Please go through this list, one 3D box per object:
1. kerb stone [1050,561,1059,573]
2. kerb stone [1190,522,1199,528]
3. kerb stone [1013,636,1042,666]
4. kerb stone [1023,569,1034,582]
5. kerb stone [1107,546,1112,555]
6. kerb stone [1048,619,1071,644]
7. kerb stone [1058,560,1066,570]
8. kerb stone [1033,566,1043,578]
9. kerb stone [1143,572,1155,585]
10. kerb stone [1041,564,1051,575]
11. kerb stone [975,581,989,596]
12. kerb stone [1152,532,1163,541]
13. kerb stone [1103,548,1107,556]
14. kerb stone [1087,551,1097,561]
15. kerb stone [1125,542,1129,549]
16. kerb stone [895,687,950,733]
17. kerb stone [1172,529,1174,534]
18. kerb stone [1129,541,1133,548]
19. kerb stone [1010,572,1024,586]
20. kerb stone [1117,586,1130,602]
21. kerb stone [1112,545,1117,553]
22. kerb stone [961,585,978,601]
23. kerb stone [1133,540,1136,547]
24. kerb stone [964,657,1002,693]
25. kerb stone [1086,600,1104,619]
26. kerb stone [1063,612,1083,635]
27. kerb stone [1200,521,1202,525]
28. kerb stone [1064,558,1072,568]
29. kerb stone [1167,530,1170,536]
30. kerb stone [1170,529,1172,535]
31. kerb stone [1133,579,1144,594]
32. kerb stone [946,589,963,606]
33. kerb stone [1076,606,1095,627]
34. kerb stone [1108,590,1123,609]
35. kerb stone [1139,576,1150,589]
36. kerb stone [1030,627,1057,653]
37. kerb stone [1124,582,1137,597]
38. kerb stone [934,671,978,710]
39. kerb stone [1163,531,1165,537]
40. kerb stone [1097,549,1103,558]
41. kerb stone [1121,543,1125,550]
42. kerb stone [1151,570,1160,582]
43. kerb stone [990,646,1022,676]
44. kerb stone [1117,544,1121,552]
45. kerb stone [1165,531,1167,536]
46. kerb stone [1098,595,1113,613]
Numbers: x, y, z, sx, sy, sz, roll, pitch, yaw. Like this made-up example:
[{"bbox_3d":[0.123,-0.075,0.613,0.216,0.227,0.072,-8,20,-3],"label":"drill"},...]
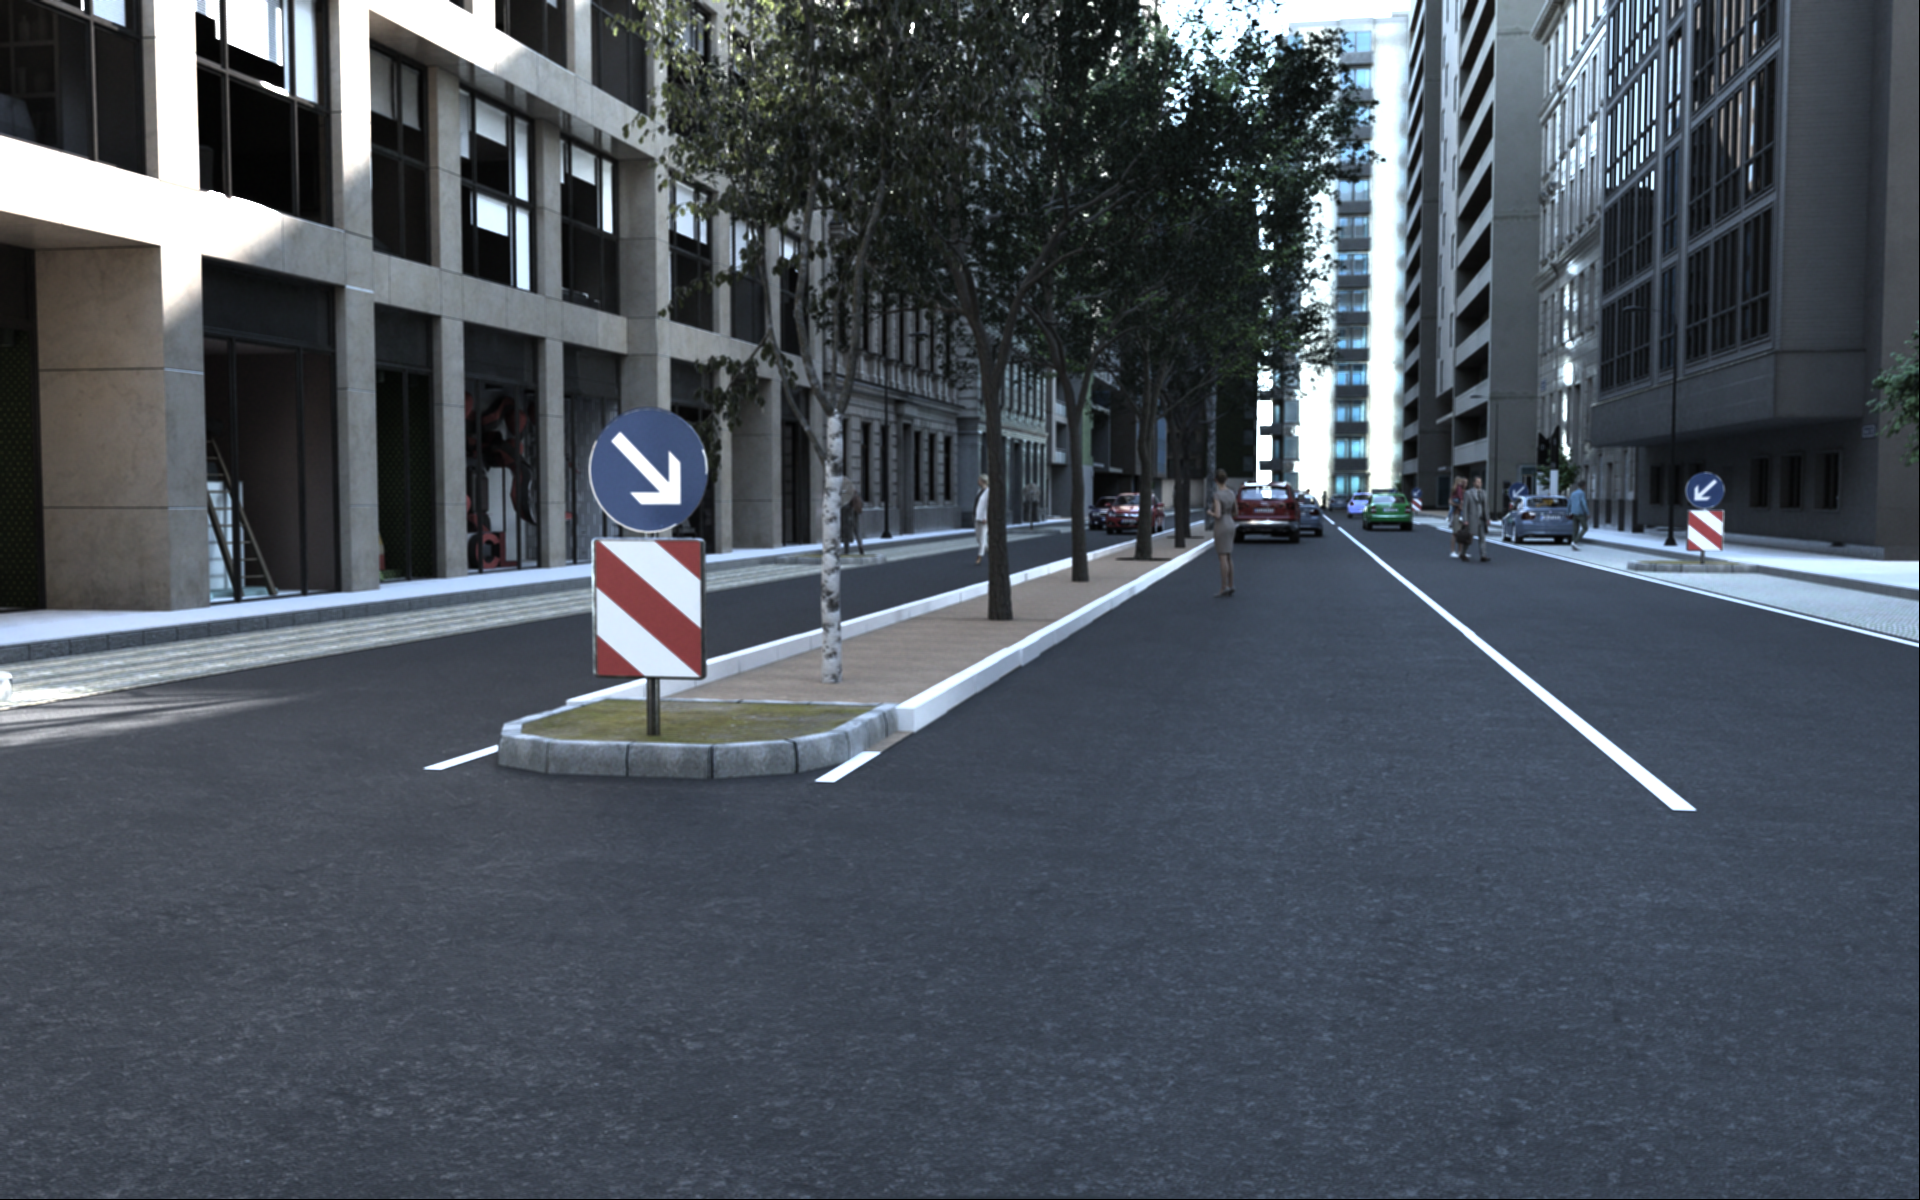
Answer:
[{"bbox_3d":[1.628,-0.564,31.410,0.120,0.150,1.000,1,4,11],"label":"kerb stone"},{"bbox_3d":[10.249,-3.272,75.700,0.120,0.150,1.000,1,4,11],"label":"kerb stone"},{"bbox_3d":[0.556,0.446,14.910,0.120,0.150,1.000,1,4,11],"label":"kerb stone"},{"bbox_3d":[1.031,-0.375,28.388,0.120,0.150,1.000,1,4,11],"label":"kerb stone"},{"bbox_3d":[3.378,-1.118,40.467,0.120,0.150,1.000,1,4,11],"label":"kerb stone"},{"bbox_3d":[0.939,0.322,16.930,0.120,0.150,1.000,1,4,11],"label":"kerb stone"},{"bbox_3d":[1.810,-0.625,32.417,0.120,0.150,1.000,1,4,11],"label":"kerb stone"},{"bbox_3d":[1.226,-0.437,29.401,0.120,0.150,1.000,1,4,11],"label":"kerb stone"},{"bbox_3d":[2.892,-0.294,26.999,0.120,0.150,1.000,1,4,11],"label":"kerb stone"},{"bbox_3d":[1.424,-0.502,30.409,0.120,0.150,1.000,1,4,11],"label":"kerb stone"},{"bbox_3d":[0.240,-0.133,24.370,0.120,0.150,1.000,1,4,11],"label":"kerb stone"},{"bbox_3d":[6.315,-2.038,55.536,0.120,0.150,1.000,1,4,11],"label":"kerb stone"},{"bbox_3d":[3.183,-1.053,39.464,0.120,0.150,1.000,1,4,11],"label":"kerb stone"},{"bbox_3d":[2.801,-0.933,37.453,0.120,0.150,1.000,1,4,11],"label":"kerb stone"},{"bbox_3d":[4.165,-1.361,44.488,0.120,0.150,1.000,1,4,11],"label":"kerb stone"},{"bbox_3d":[-0.239,0.692,10.883,0.120,0.150,1.000,1,4,11],"label":"kerb stone"},{"bbox_3d":[7.302,-2.348,60.588,0.120,0.150,1.000,1,4,11],"label":"kerb stone"},{"bbox_3d":[4.359,-1.425,45.493,0.120,0.150,1.000,1,4,11],"label":"kerb stone"},{"bbox_3d":[0.834,-0.312,27.385,0.120,0.150,1.000,1,4,11],"label":"kerb stone"},{"bbox_3d":[2.111,-0.048,22.981,0.120,0.150,1.000,1,4,11],"label":"kerb stone"},{"bbox_3d":[3.581,-1.179,41.469,0.120,0.150,1.000,1,4,11],"label":"kerb stone"},{"bbox_3d":[0.054,-0.071,23.361,0.120,0.150,1.000,1,4,11],"label":"kerb stone"},{"bbox_3d":[4.555,-1.478,46.497,0.120,0.150,1.000,1,4,11],"label":"kerb stone"},{"bbox_3d":[0.151,0.569,12.892,0.120,0.150,1.000,1,4,11],"label":"kerb stone"},{"bbox_3d":[1.519,0.137,19.958,0.120,0.150,1.000,1,4,11],"label":"kerb stone"},{"bbox_3d":[1.131,0.263,17.937,0.120,0.150,1.000,1,4,11],"label":"kerb stone"},{"bbox_3d":[10.643,-3.393,77.711,0.120,0.150,1.000,1,4,11],"label":"kerb stone"},{"bbox_3d":[2.007,-0.687,33.420,0.120,0.150,1.000,1,4,11],"label":"kerb stone"},{"bbox_3d":[6.906,-2.222,58.566,0.120,0.150,1.000,1,4,11],"label":"kerb stone"},{"bbox_3d":[7.096,-2.286,59.578,0.120,0.150,1.000,1,4,11],"label":"kerb stone"},{"bbox_3d":[2.509,-0.169,24.991,0.120,0.150,1.000,1,4,11],"label":"kerb stone"},{"bbox_3d":[-0.153,-0.007,22.350,0.120,0.150,1.000,1,4,11],"label":"kerb stone"},{"bbox_3d":[1.328,0.199,18.940,0.120,0.150,1.000,1,4,11],"label":"kerb stone"},{"bbox_3d":[1.920,0.014,21.966,0.120,0.150,1.000,1,4,11],"label":"kerb stone"},{"bbox_3d":[2.706,-0.228,25.994,0.120,0.150,1.000,1,4,11],"label":"kerb stone"},{"bbox_3d":[0.738,0.384,15.919,0.120,0.150,1.000,1,4,11],"label":"kerb stone"},{"bbox_3d":[2.307,-0.109,23.985,0.120,0.150,1.000,1,4,11],"label":"kerb stone"},{"bbox_3d":[-0.047,0.630,11.887,0.120,0.150,1.000,1,4,11],"label":"kerb stone"},{"bbox_3d":[6.515,-2.101,56.553,0.120,0.150,1.000,1,4,11],"label":"kerb stone"},{"bbox_3d":[2.997,-0.995,38.458,0.120,0.150,1.000,1,4,11],"label":"kerb stone"},{"bbox_3d":[3.967,-1.302,43.477,0.120,0.150,1.000,1,4,11],"label":"kerb stone"},{"bbox_3d":[3.088,-0.355,28.003,0.120,0.150,1.000,1,4,11],"label":"kerb stone"},{"bbox_3d":[0.339,0.507,13.901,0.120,0.150,1.000,1,4,11],"label":"kerb stone"},{"bbox_3d":[3.774,-1.240,42.473,0.120,0.150,1.000,1,4,11],"label":"kerb stone"},{"bbox_3d":[6.712,-2.163,57.562,0.120,0.150,1.000,1,4,11],"label":"kerb stone"},{"bbox_3d":[1.714,0.075,20.965,0.120,0.150,1.000,1,4,11],"label":"kerb stone"}]
